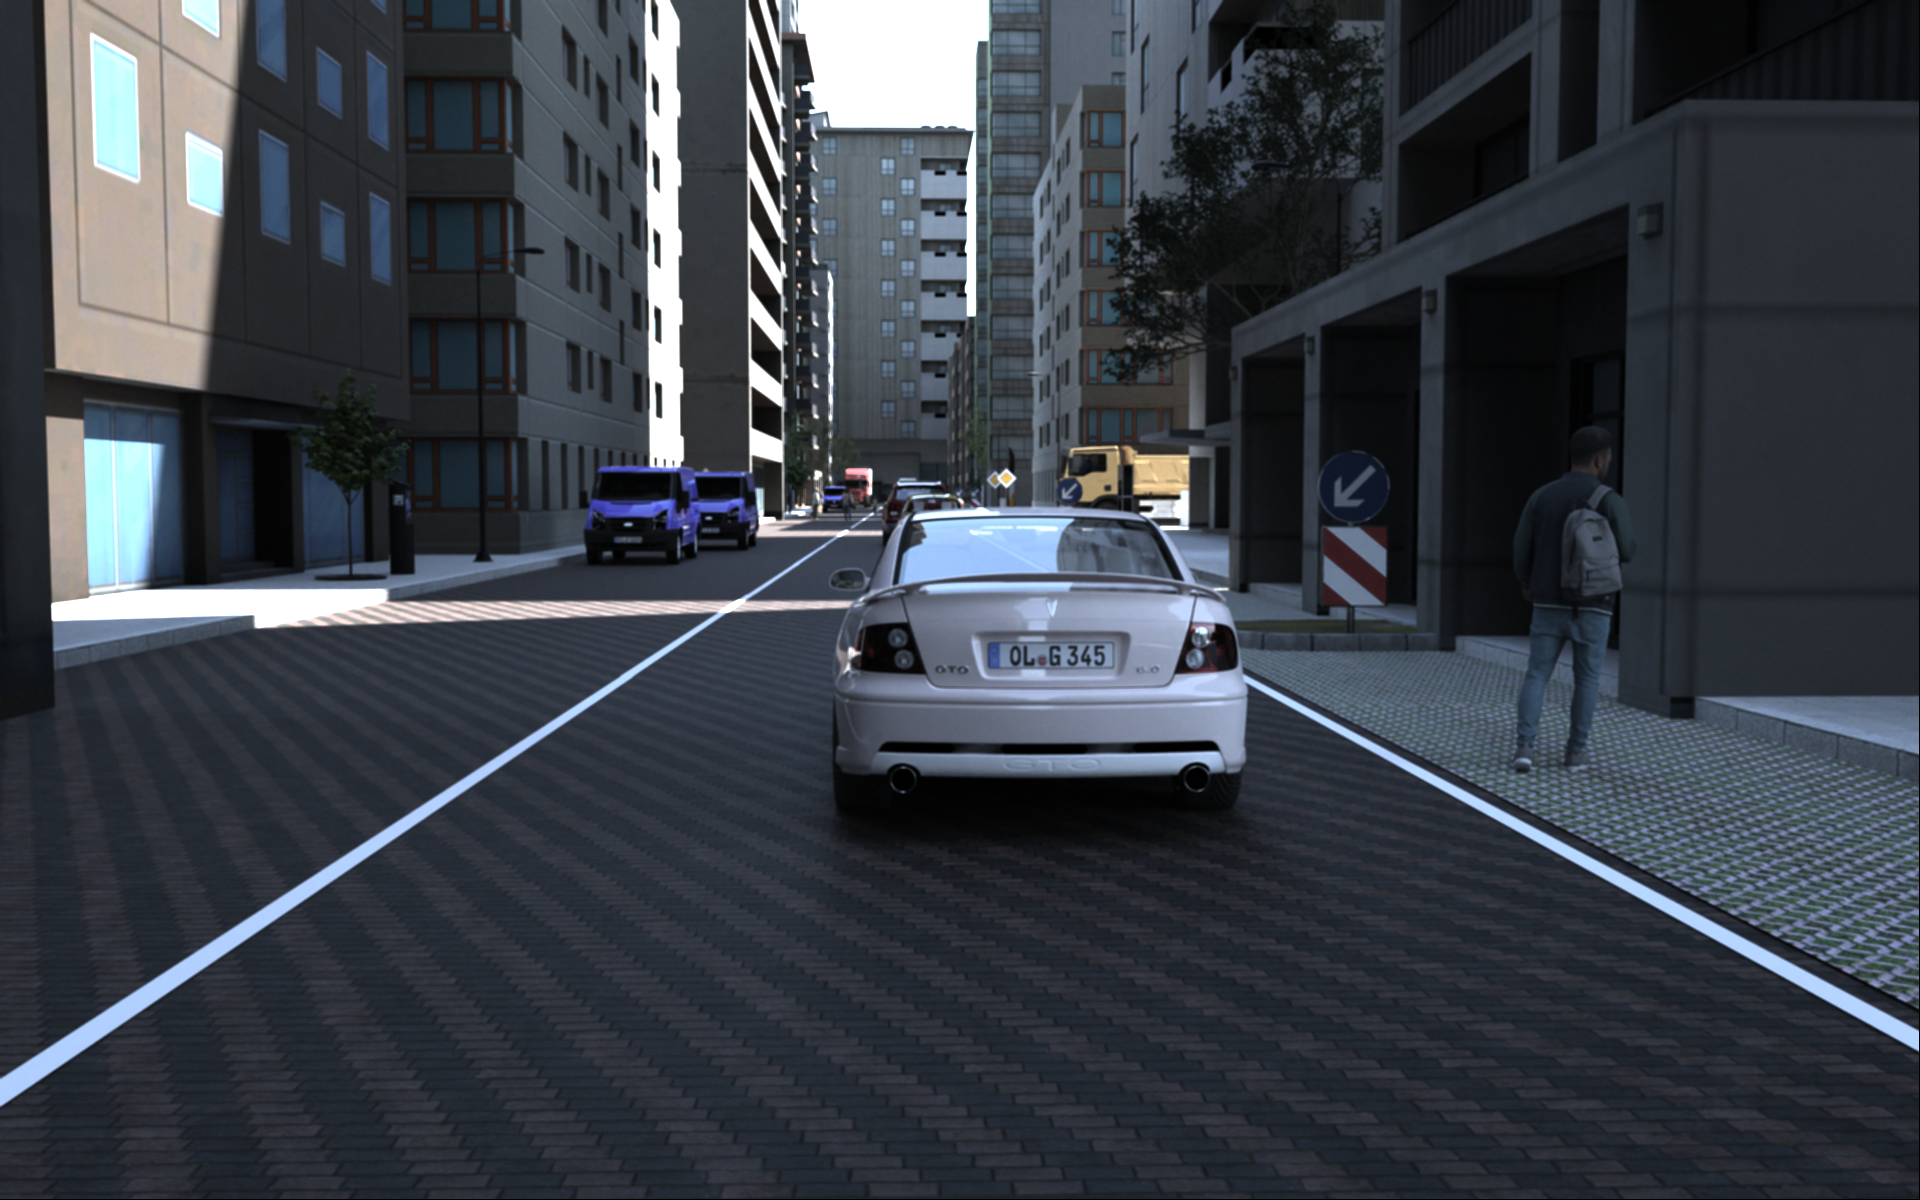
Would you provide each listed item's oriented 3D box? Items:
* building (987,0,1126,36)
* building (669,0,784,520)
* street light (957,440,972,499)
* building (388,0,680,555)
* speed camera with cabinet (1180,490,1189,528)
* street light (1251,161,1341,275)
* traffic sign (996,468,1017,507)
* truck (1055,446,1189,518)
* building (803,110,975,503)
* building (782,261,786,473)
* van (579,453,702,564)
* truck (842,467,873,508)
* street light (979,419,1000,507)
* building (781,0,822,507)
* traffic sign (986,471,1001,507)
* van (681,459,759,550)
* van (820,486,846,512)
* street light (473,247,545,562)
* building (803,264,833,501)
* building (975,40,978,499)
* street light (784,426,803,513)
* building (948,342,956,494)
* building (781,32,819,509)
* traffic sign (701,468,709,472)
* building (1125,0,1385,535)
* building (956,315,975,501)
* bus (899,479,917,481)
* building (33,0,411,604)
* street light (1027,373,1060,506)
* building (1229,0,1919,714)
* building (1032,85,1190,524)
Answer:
[{"bbox_3d":[8.748,-26.421,115.578,14.154,41.232,14.086,0,4,-2],"label":"building"},{"bbox_3d":[-19.970,-28.079,82.796,21.300,48.544,21.600,0,4,-2],"label":"building"},{"bbox_3d":[0.408,-10.805,149.205,1.470,5.913,1.316,0,4,-2],"label":"street light"},{"bbox_3d":[-24.231,-12.497,49.371,28.899,21.520,27.650,0,4,-2],"label":"building"},{"bbox_3d":[9.390,-4.433,66.816,2.038,3.252,0.660,-3,5,-41],"label":"speed camera with cabinet"},{"bbox_3d":[4.757,-3.168,24.331,1.470,5.913,1.316,0,4,-2],"label":"street light"},{"bbox_3d":[1.779,-3.841,66.450,0.795,2.450,0.064,0,4,-2],"label":"traffic sign"},{"bbox_3d":[7.958,-4.574,70.711,9.791,3.379,3.469,0,4,-3],"label":"truck"},{"bbox_3d":[-10.087,-40.199,246.498,27.495,52.752,28.713,0,4,-2],"label":"building"},{"bbox_3d":[-26.580,-16.610,116.607,27.650,21.520,28.899,0,4,-2],"label":"building"},{"bbox_3d":[-6.750,-2.001,37.102,2.240,2.365,5.245,0,4,-3],"label":"van"},{"bbox_3d":[-10.540,-11.688,180.005,2.839,4.237,11.283,0,4,-1],"label":"truck"},{"bbox_3d":[1.861,-8.241,107.279,1.470,5.913,1.316,0,4,-2],"label":"street light"},{"bbox_3d":[-25.482,-45.763,186.471,20.563,71.187,20.611,0,4,-2],"label":"building"},{"bbox_3d":[1.513,-4.330,74.431,0.795,2.450,0.064,0,4,-2],"label":"traffic sign"},{"bbox_3d":[-6.461,-2.549,46.056,2.240,2.365,5.245,0,4,-3],"label":"van"},{"bbox_3d":[-9.844,-8.098,136.793,2.240,2.365,5.245,0,4,-2],"label":"van"},{"bbox_3d":[-8.510,-3.680,32.709,1.470,5.913,1.316,0,4,-2],"label":"street light"},{"bbox_3d":[-23.047,-27.281,217.751,14.107,30.474,14.160,0,4,-2],"label":"building"},{"bbox_3d":[8.307,-29.154,160.256,14.154,41.232,14.086,0,4,-2],"label":"building"},{"bbox_3d":[-11.327,-8.870,117.573,1.470,5.913,1.316,0,4,-2],"label":"street light"},{"bbox_3d":[12.684,-22.437,211.892,27.650,21.520,28.899,0,4,-2],"label":"building"},{"bbox_3d":[-24.800,-31.068,162.580,22.147,44.769,28.867,0,4,-2],"label":"building"},{"bbox_3d":[-9.709,-3.819,66.088,0.795,2.450,0.064,0,4,-2],"label":"traffic sign"},{"bbox_3d":[19.888,-28.204,50.371,28.713,52.752,27.495,0,4,-2],"label":"building"},{"bbox_3d":[14.143,-20.641,182.516,27.650,21.520,28.899,0,4,-2],"label":"building"},{"bbox_3d":[-6.227,-13.307,212.430,2.948,3.499,13.247,0,3,0],"label":"bus"},{"bbox_3d":[-17.378,-22.945,25.257,14.600,45.320,14.200,0,4,-2],"label":"building"},{"bbox_3d":[3.253,-5.740,66.383,1.470,5.913,1.316,0,4,-2],"label":"street light"},{"bbox_3d":[14.536,-35.192,13.639,20.563,71.187,20.611,0,4,-2],"label":"building"},{"bbox_3d":[19.140,-14.845,87.748,28.899,21.520,27.650,0,4,-2],"label":"building"}]
